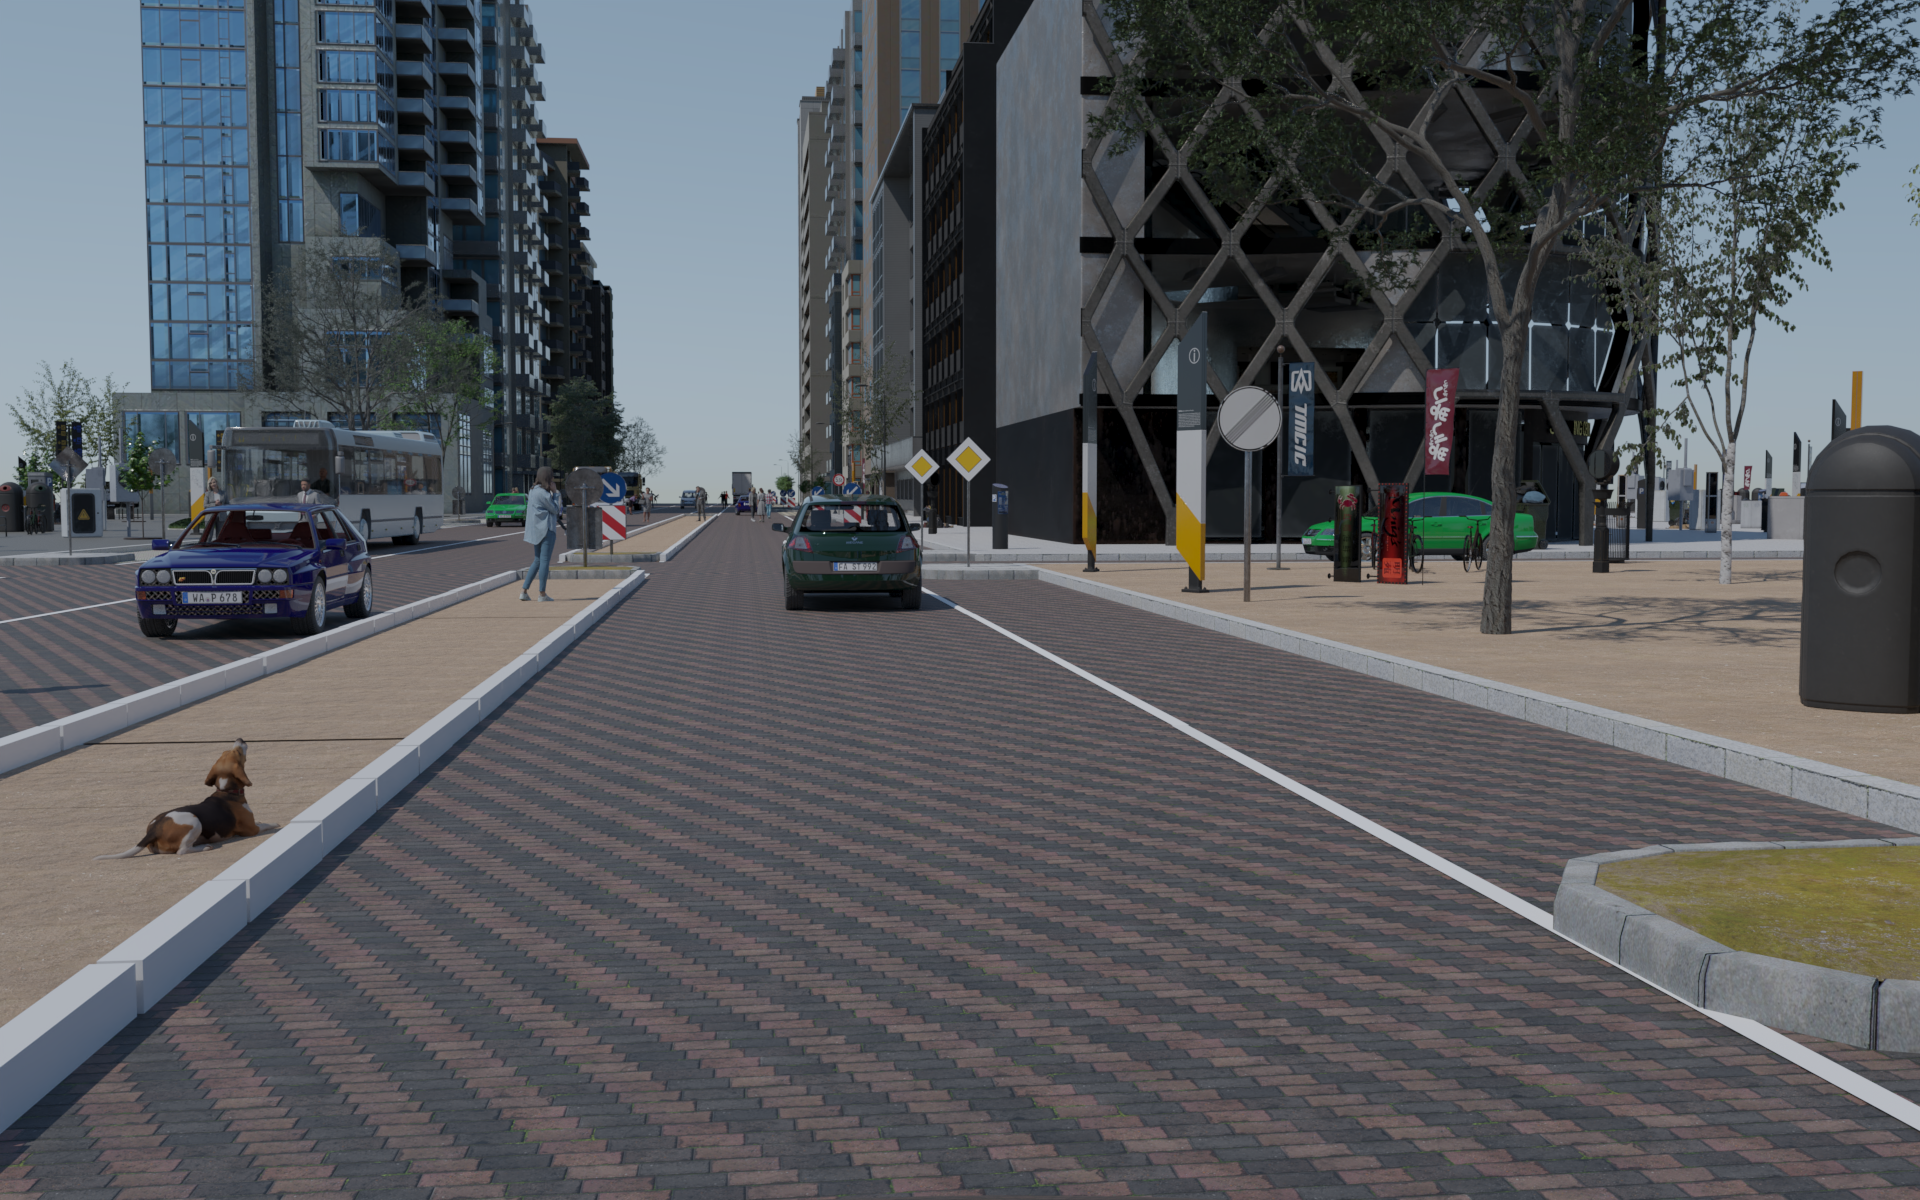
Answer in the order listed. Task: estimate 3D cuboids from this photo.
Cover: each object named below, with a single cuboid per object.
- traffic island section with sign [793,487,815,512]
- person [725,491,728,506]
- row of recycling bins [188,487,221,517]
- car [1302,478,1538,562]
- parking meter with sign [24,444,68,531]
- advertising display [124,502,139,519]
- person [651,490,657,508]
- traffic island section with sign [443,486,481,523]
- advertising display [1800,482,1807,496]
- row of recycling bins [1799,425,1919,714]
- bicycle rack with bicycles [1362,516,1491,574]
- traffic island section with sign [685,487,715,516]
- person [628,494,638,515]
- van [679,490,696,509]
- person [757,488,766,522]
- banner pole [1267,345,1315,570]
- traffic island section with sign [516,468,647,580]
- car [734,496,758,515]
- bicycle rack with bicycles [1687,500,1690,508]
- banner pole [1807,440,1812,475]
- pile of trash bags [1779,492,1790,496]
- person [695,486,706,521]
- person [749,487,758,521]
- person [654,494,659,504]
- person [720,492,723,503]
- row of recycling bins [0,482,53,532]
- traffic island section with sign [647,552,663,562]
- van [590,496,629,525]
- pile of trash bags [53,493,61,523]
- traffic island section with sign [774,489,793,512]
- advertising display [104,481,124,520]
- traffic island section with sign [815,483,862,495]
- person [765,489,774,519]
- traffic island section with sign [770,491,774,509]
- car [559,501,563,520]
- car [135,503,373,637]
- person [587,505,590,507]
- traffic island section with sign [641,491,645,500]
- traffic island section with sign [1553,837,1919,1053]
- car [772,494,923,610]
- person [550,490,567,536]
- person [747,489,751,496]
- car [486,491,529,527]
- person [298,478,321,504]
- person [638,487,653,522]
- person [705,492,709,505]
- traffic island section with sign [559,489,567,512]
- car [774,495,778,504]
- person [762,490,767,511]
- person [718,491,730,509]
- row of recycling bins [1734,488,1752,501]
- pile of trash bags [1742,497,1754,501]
[{"bbox_3d":[-7.328,-4.840,87.769,1.989,1.847,2.006,0,4,-7],"label":"traffic island section with sign"},{"bbox_3d":[-28.130,-12.226,208.332,0.705,1.831,1.348,-3,4,-36],"label":"person"},{"bbox_3d":[-41.814,-5.470,96.547,3.534,1.692,1.069,3,4,37],"label":"row of recycling bins"},{"bbox_3d":[9.380,-1.634,35.513,4.718,1.807,1.959,0,4,-7],"label":"car"},{"bbox_3d":[-32.111,-3.929,60.504,1.738,3.016,0.543,0,4,7],"label":"parking meter with sign"},{"bbox_3d":[-42.382,-5.088,88.405,0.123,1.923,0.974,2,4,30],"label":"advertising display"},{"bbox_3d":[-32.385,-10.600,181.890,1.350,1.814,0.705,-1,4,-14],"label":"person"},{"bbox_3d":[-24.766,-4.704,85.535,1.989,1.847,2.006,0,4,-7],"label":"traffic island section with sign"},{"bbox_3d":[46.194,-5.456,94.425,0.974,1.923,0.123,0,4,-7],"label":"advertising display"},{"bbox_3d":[6.148,-0.131,9.249,1.069,1.692,3.534,-2,4,-29],"label":"row of recycling bins"},{"bbox_3d":[7.891,-0.953,28.971,2.852,0.926,2.925,1,4,18],"label":"bicycle rack with bicycles"},{"bbox_3d":[-16.755,-6.336,111.733,2.006,1.907,1.989,0,4,-7],"label":"traffic island section with sign"},{"bbox_3d":[-22.614,-6.599,119.632,0.697,1.427,0.421,-1,4,-15],"label":"person"},{"bbox_3d":[-26.620,-9.995,170.431,2.013,2.044,4.112,0,4,-6],"label":"van"},{"bbox_3d":[-10.095,-4.821,87.889,0.480,1.755,0.524,-2,4,-32],"label":"person"},{"bbox_3d":[5.583,-2.392,29.120,0.863,3.779,0.401,3,4,38],"label":"banner pole"},{"bbox_3d":[-6.524,-1.326,29.821,2.006,1.907,1.989,0,4,-7],"label":"traffic island section with sign"},{"bbox_3d":[-14.323,-6.404,117.280,1.945,1.354,3.894,-1,4,-9],"label":"car"},{"bbox_3d":[48.937,-6.296,116.320,2.852,0.926,2.925,-1,4,-17],"label":"bicycle rack with bicycles"},{"bbox_3d":[39.171,-5.497,79.890,0.401,3.779,0.863,3,4,39],"label":"banner pole"},{"bbox_3d":[39.349,-4.431,82.195,1.912,1.369,3.447,2,4,33],"label":"pile of trash bags"},{"bbox_3d":[-13.521,-5.010,90.217,0.655,1.846,0.447,1,4,20],"label":"person"},{"bbox_3d":[-10.746,-5.016,90.690,0.709,1.800,0.728,-2,4,-29],"label":"person"},{"bbox_3d":[-42.637,-14.174,243.437,0.799,1.438,0.628,-1,4,-9],"label":"person"},{"bbox_3d":[-36.882,-15.910,268.656,1.348,1.821,0.705,3,5,41],"label":"person"},{"bbox_3d":[-32.575,-3.140,58.448,3.534,1.692,1.069,-1,4,-16],"label":"row of recycling bins"},{"bbox_3d":[-7.433,-1.776,37.173,2.006,1.907,1.989,0,4,-7],"label":"traffic island section with sign"},{"bbox_3d":[-15.869,-4.333,77.853,2.013,2.044,4.112,-1,4,-9],"label":"van"},{"bbox_3d":[-39.810,-4.124,77.178,1.912,1.369,3.447,0,4,1],"label":"pile of trash bags"},{"bbox_3d":[-13.450,-7.837,136.766,1.989,1.847,2.006,0,4,-7],"label":"traffic island section with sign"},{"bbox_3d":[-42.739,-5.010,87.128,0.123,1.923,0.974,3,4,36],"label":"advertising display"},{"bbox_3d":[-3.919,-3.171,60.466,1.989,1.847,2.006,0,4,-7],"label":"traffic island section with sign"},{"bbox_3d":[-11.210,-5.641,101.574,0.563,1.720,0.643,2,4,24],"label":"person"},{"bbox_3d":[-16.889,-9.523,164.332,1.989,1.847,2.006,0,4,-7],"label":"traffic island section with sign"},{"bbox_3d":[-23.017,-5.292,96.122,1.945,1.707,3.694,-1,4,-8],"label":"car"},{"bbox_3d":[-7.541,-0.376,18.730,1.945,1.354,3.894,0,4,-8],"label":"car"},{"bbox_3d":[-15.707,-3.926,72.706,0.654,1.822,0.581,0,4,-7],"label":"person"},{"bbox_3d":[-44.500,-14.372,243.604,1.989,1.847,2.006,0,4,-7],"label":"traffic island section with sign"},{"bbox_3d":[2.983,0.202,5.325,1.989,1.847,2.006,0,4,-7],"label":"traffic island section with sign"},{"bbox_3d":[-1.475,-0.799,22.844,2.009,1.686,4.222,0,4,-6],"label":"car"},{"bbox_3d":[-13.868,-3.129,59.501,0.661,1.843,0.795,3,5,44],"label":"person"},{"bbox_3d":[-16.534,-7.814,136.123,0.709,1.838,0.599,-3,4,-36],"label":"person"},{"bbox_3d":[-19.847,-4.147,76.604,1.959,1.807,4.718,0,4,-7],"label":"car"},{"bbox_3d":[-14.268,-1.785,37.953,0.678,1.792,0.850,1,4,13],"label":"person"},{"bbox_3d":[-15.984,-4.842,88.029,0.716,1.782,0.532,0,4,-6],"label":"person"},{"bbox_3d":[-34.789,-13.945,237.188,1.217,1.739,0.721,2,4,33],"label":"person"},{"bbox_3d":[-30.927,-7.726,134.948,1.989,1.847,2.006,0,4,-7],"label":"traffic island section with sign"},{"bbox_3d":[-25.870,-13.949,237.652,1.945,1.707,3.694,0,4,-8],"label":"car"},{"bbox_3d":[-16.236,-8.255,143.914,0.683,1.767,0.568,-2,4,-31],"label":"person"},{"bbox_3d":[-22.499,-9.528,165.102,1.217,1.723,0.721,1,4,10],"label":"person"},{"bbox_3d":[51.346,-6.440,112.411,3.534,1.692,1.069,2,4,35],"label":"row of recycling bins"},{"bbox_3d":[43.192,-5.386,97.819,3.447,1.369,1.912,2,4,29],"label":"pile of trash bags"}]
